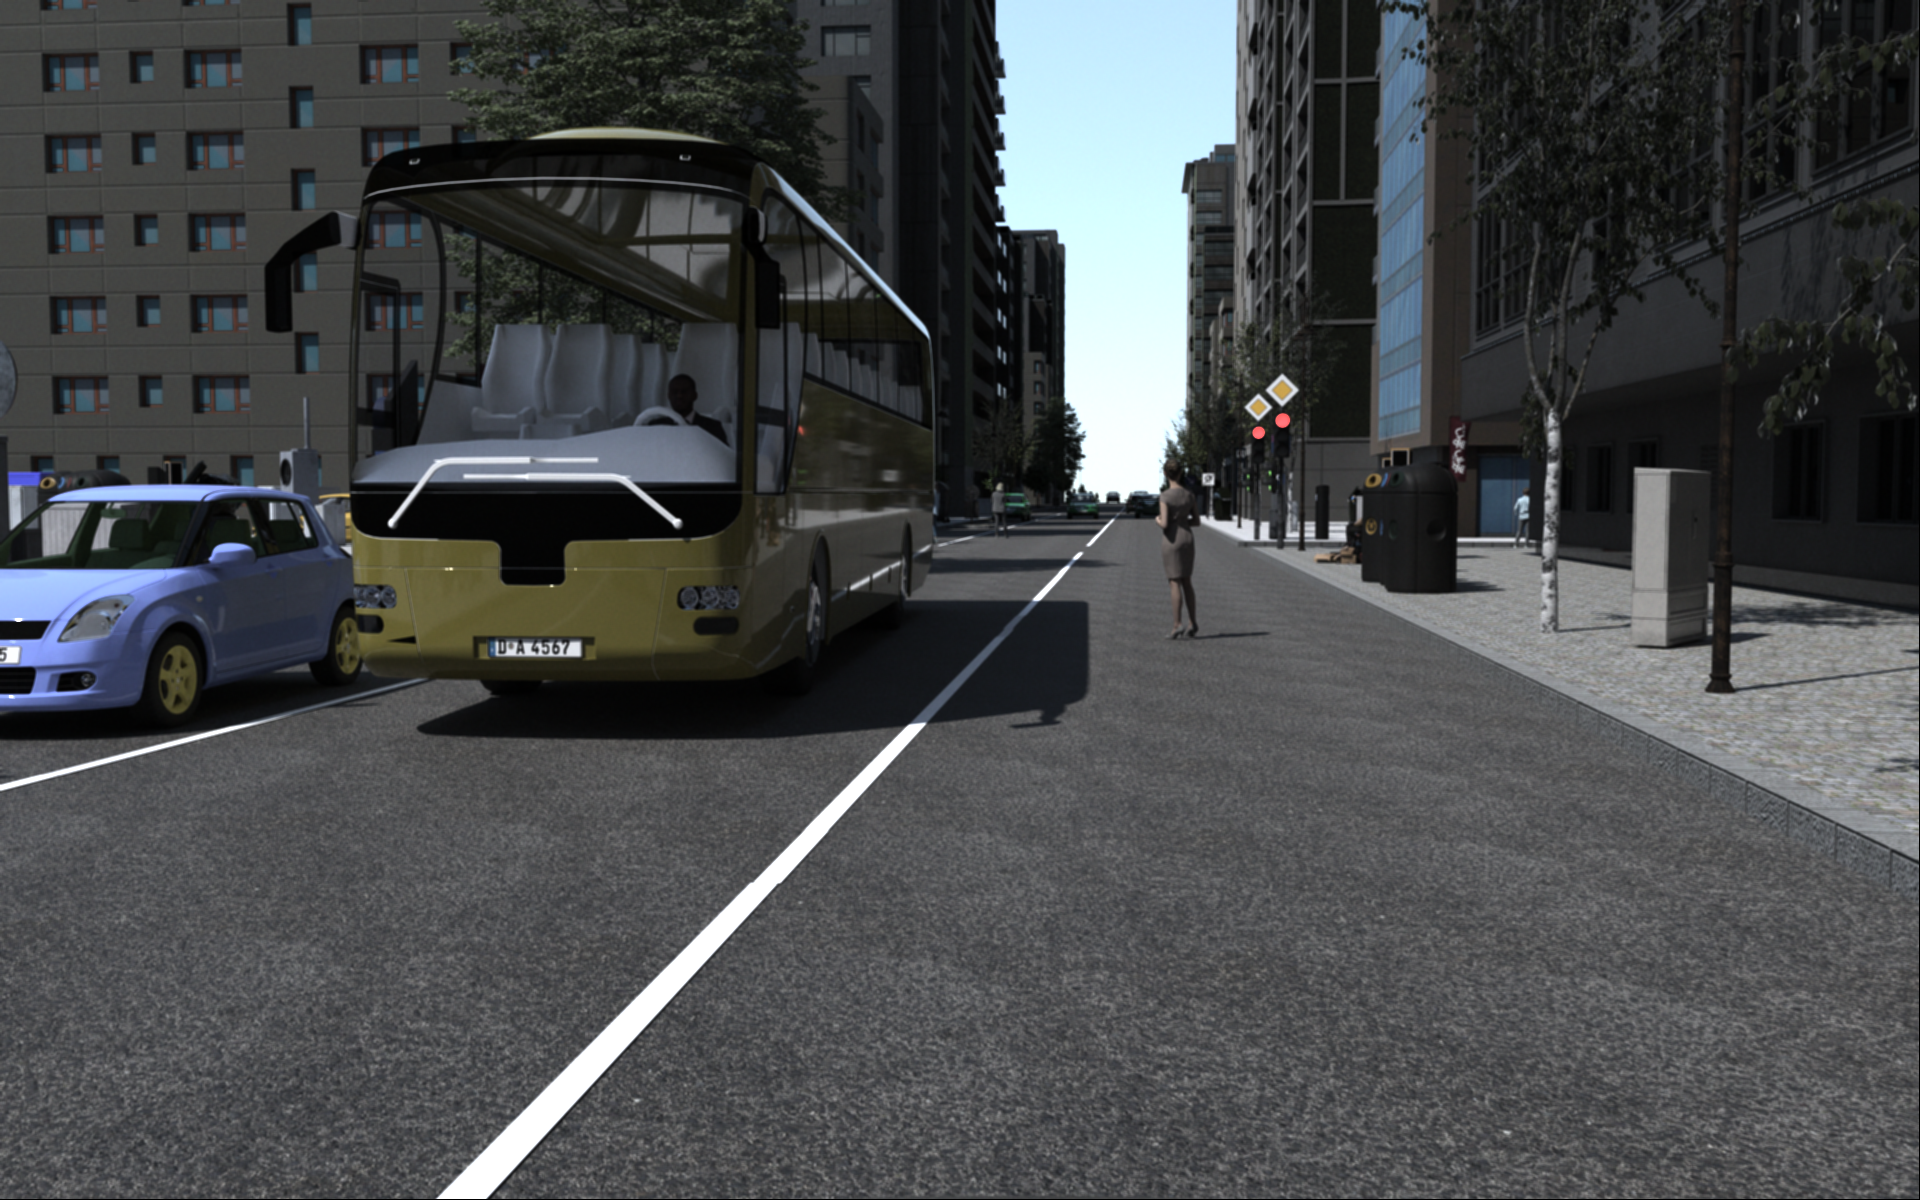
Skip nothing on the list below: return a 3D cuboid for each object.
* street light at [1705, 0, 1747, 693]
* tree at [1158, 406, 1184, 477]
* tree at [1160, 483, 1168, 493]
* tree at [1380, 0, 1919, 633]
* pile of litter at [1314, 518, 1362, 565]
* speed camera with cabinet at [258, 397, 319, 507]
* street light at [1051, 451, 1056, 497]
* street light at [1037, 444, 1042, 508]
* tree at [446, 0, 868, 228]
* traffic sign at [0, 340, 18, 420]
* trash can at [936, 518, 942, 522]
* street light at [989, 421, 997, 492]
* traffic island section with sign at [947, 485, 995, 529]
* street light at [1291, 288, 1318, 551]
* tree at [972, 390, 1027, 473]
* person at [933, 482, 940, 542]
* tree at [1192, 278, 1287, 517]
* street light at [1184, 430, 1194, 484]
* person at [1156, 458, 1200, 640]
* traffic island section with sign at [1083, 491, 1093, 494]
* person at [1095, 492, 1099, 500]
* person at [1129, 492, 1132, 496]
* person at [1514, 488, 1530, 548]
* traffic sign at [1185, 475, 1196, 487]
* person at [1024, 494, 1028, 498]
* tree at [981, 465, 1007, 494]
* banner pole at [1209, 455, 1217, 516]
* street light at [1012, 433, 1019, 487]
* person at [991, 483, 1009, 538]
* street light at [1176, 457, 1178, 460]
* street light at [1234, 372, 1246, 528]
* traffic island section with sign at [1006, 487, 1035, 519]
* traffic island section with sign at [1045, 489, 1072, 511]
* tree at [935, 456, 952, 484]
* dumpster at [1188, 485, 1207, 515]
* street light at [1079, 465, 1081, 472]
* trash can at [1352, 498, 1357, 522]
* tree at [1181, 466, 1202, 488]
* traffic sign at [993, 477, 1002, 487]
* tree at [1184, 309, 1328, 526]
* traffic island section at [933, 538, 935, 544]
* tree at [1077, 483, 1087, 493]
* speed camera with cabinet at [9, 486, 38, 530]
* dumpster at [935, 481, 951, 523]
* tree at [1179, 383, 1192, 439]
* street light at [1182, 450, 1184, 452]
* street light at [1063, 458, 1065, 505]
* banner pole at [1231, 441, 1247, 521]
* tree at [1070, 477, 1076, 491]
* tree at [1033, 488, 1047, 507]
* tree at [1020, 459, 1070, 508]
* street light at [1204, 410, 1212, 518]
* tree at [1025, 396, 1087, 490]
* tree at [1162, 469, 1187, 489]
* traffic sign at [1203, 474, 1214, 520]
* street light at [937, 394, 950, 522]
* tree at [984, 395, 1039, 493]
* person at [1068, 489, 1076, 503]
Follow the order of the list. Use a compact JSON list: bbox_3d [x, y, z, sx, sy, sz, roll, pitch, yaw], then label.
[{"bbox_3d":[4.928,-2.340,11.050,0.468,5.910,1.993,0,4,6],"label":"street light"},{"bbox_3d":[17.783,-10.976,129.828,4.737,8.622,4.395,0,3,0],"label":"tree"},{"bbox_3d":[25.519,-13.145,209.516,1.663,3.219,1.824,0,3,0],"label":"tree"},{"bbox_3d":[5.712,-4.007,15.869,4.360,8.622,3.978,0,3,0],"label":"tree"},{"bbox_3d":[7.182,-1.117,32.233,1.176,0.858,1.719,0,4,4],"label":"pile of litter"},{"bbox_3d":[-13.975,-2.545,35.939,0.660,3.252,2.038,-3,5,-42],"label":"speed camera with cabinet"},{"bbox_3d":[9.925,-12.855,182.970,0.468,5.910,1.993,0,4,6],"label":"street light"},{"bbox_3d":[7.048,-11.140,154.931,0.468,5.910,1.993,0,4,6],"label":"street light"},{"bbox_3d":[-5.396,-6.916,31.198,7.486,12.596,7.792,0,3,0],"label":"tree"},{"bbox_3d":[-7.651,-0.816,13.451,0.768,2.556,0.104,1,4,13],"label":"traffic sign"},{"bbox_3d":[-0.986,-4.241,80.999,0.748,1.137,0.748,0,3,0],"label":"trash can"},{"bbox_3d":[2.099,-8.226,107.277,0.468,5.910,1.993,0,4,6],"label":"street light"},{"bbox_3d":[0.527,-3.890,72.227,1.989,1.847,2.006,0,4,6],"label":"traffic island section with sign"},{"bbox_3d":[7.749,-4.055,39.095,0.468,5.910,1.993,0,4,6],"label":"street light"},{"bbox_3d":[2.585,-10.468,121.514,4.360,8.622,3.978,0,3,0],"label":"tree"},{"bbox_3d":[-0.775,-2.606,51.369,0.793,1.790,0.793,-1,4,-12],"label":"person"},{"bbox_3d":[10.715,-6.526,57.058,4.360,8.622,3.978,0,3,0],"label":"tree"},{"bbox_3d":[16.263,-9.141,122.246,0.468,5.910,1.993,0,4,6],"label":"street light"},{"bbox_3d":[2.136,-0.505,17.090,0.599,1.781,0.374,-2,4,-35],"label":"person"},{"bbox_3d":[19.528,-15.230,257.642,1.989,1.847,2.006,0,4,6],"label":"traffic island section with sign"},{"bbox_3d":[21.289,-15.888,268.794,0.617,1.759,0.750,-1,4,-12],"label":"person"},{"bbox_3d":[24.838,-14.818,251.438,0.551,1.740,0.621,-1,4,-22],"label":"person"},{"bbox_3d":[14.722,-2.127,45.084,0.589,1.601,0.330,3,4,38],"label":"person"},{"bbox_3d":[15.413,-7.081,115.879,0.768,2.556,0.104,0,4,7],"label":"traffic sign"},{"bbox_3d":[7.399,-11.991,204.186,1.348,1.869,0.705,-1,4,-19],"label":"person"},{"bbox_3d":[2.480,-7.389,115.416,1.663,3.219,1.824,0,3,0],"label":"tree"},{"bbox_3d":[14.866,-6.824,101.590,0.401,3.779,0.863,2,4,34],"label":"banner pole"},{"bbox_3d":[3.990,-9.366,125.916,0.468,5.910,1.993,0,4,6],"label":"street light"},{"bbox_3d":[1.283,-2.904,56.162,0.537,1.800,0.526,2,4,26],"label":"person"},{"bbox_3d":[21.155,-12.058,169.931,0.468,5.910,1.993,0,4,6],"label":"street light"},{"bbox_3d":[10.572,-5.661,65.348,0.468,5.910,1.993,0,4,6],"label":"street light"},{"bbox_3d":[3.264,-5.530,99.043,1.989,1.847,2.006,0,4,6],"label":"traffic island section with sign"},{"bbox_3d":[8.334,-8.557,148.536,1.989,1.847,2.006,0,4,6],"label":"traffic island section with sign"},{"bbox_3d":[-1.374,-5.653,87.023,1.663,3.219,1.824,0,3,0],"label":"tree"},{"bbox_3d":[14.834,-6.292,108.627,1.264,1.857,1.865,0,4,6],"label":"dumpster"},{"bbox_3d":[18.426,-17.900,265.449,0.468,5.910,1.993,0,4,6],"label":"street light"},{"bbox_3d":[13.147,-2.737,56.406,0.748,1.137,0.748,0,3,0],"label":"trash can"},{"bbox_3d":[16.093,-7.680,120.168,1.663,3.219,1.824,0,3,0],"label":"tree"},{"bbox_3d":[2.289,-6.343,105.838,0.606,2.300,0.079,0,4,8],"label":"traffic sign"},{"bbox_3d":[12.279,-7.287,69.504,4.737,8.622,4.395,0,3,0],"label":"tree"},{"bbox_3d":[-1.820,-1.661,49.442,2.009,0.180,2.903,0,4,6],"label":"traffic island section"},{"bbox_3d":[19.891,-17.500,280.730,1.663,3.219,1.824,0,3,0],"label":"tree"},{"bbox_3d":[-18.976,-2.402,33.601,2.038,3.252,0.660,0,4,5],"label":"speed camera with cabinet"},{"bbox_3d":[-1.110,-4.318,76.360,1.264,1.857,1.865,0,4,6],"label":"dumpster"},{"bbox_3d":[14.633,-9.082,98.845,4.360,8.622,3.978,0,3,0],"label":"tree"},{"bbox_3d":[18.343,-10.312,141.386,0.468,5.910,1.993,0,4,6],"label":"street light"},{"bbox_3d":[12.527,-14.448,209.006,0.468,5.910,1.993,0,4,6],"label":"street light"},{"bbox_3d":[13.082,-5.610,81.735,0.863,3.779,0.401,0,4,2],"label":"banner pole"},{"bbox_3d":[13.162,-14.526,221.214,4.285,4.588,4.351,0,3,0],"label":"tree"},{"bbox_3d":[8.439,-11.269,178.850,1.663,3.219,1.824,0,3,0],"label":"tree"},{"bbox_3d":[7.228,-10.887,161.709,4.285,4.588,4.351,0,3,0],"label":"tree"},{"bbox_3d":[13.408,-7.398,93.742,0.468,5.910,1.993,0,4,6],"label":"street light"},{"bbox_3d":[11.411,-17.269,200.477,7.486,12.596,7.792,0,3,0],"label":"tree"},{"bbox_3d":[23.679,-12.591,189.581,4.285,4.588,4.351,0,3,0],"label":"tree"},{"bbox_3d":[12.304,-5.118,85.810,0.606,2.300,0.079,1,4,12],"label":"traffic sign"},{"bbox_3d":[-0.774,-6.511,79.238,0.468,5.910,1.993,0,4,6],"label":"street light"},{"bbox_3d":[3.785,-10.952,129.432,4.737,8.622,4.395,0,3,0],"label":"tree"},{"bbox_3d":[7.436,-6.387,113.276,0.623,1.781,0.721,-1,4,-23],"label":"person"}]
